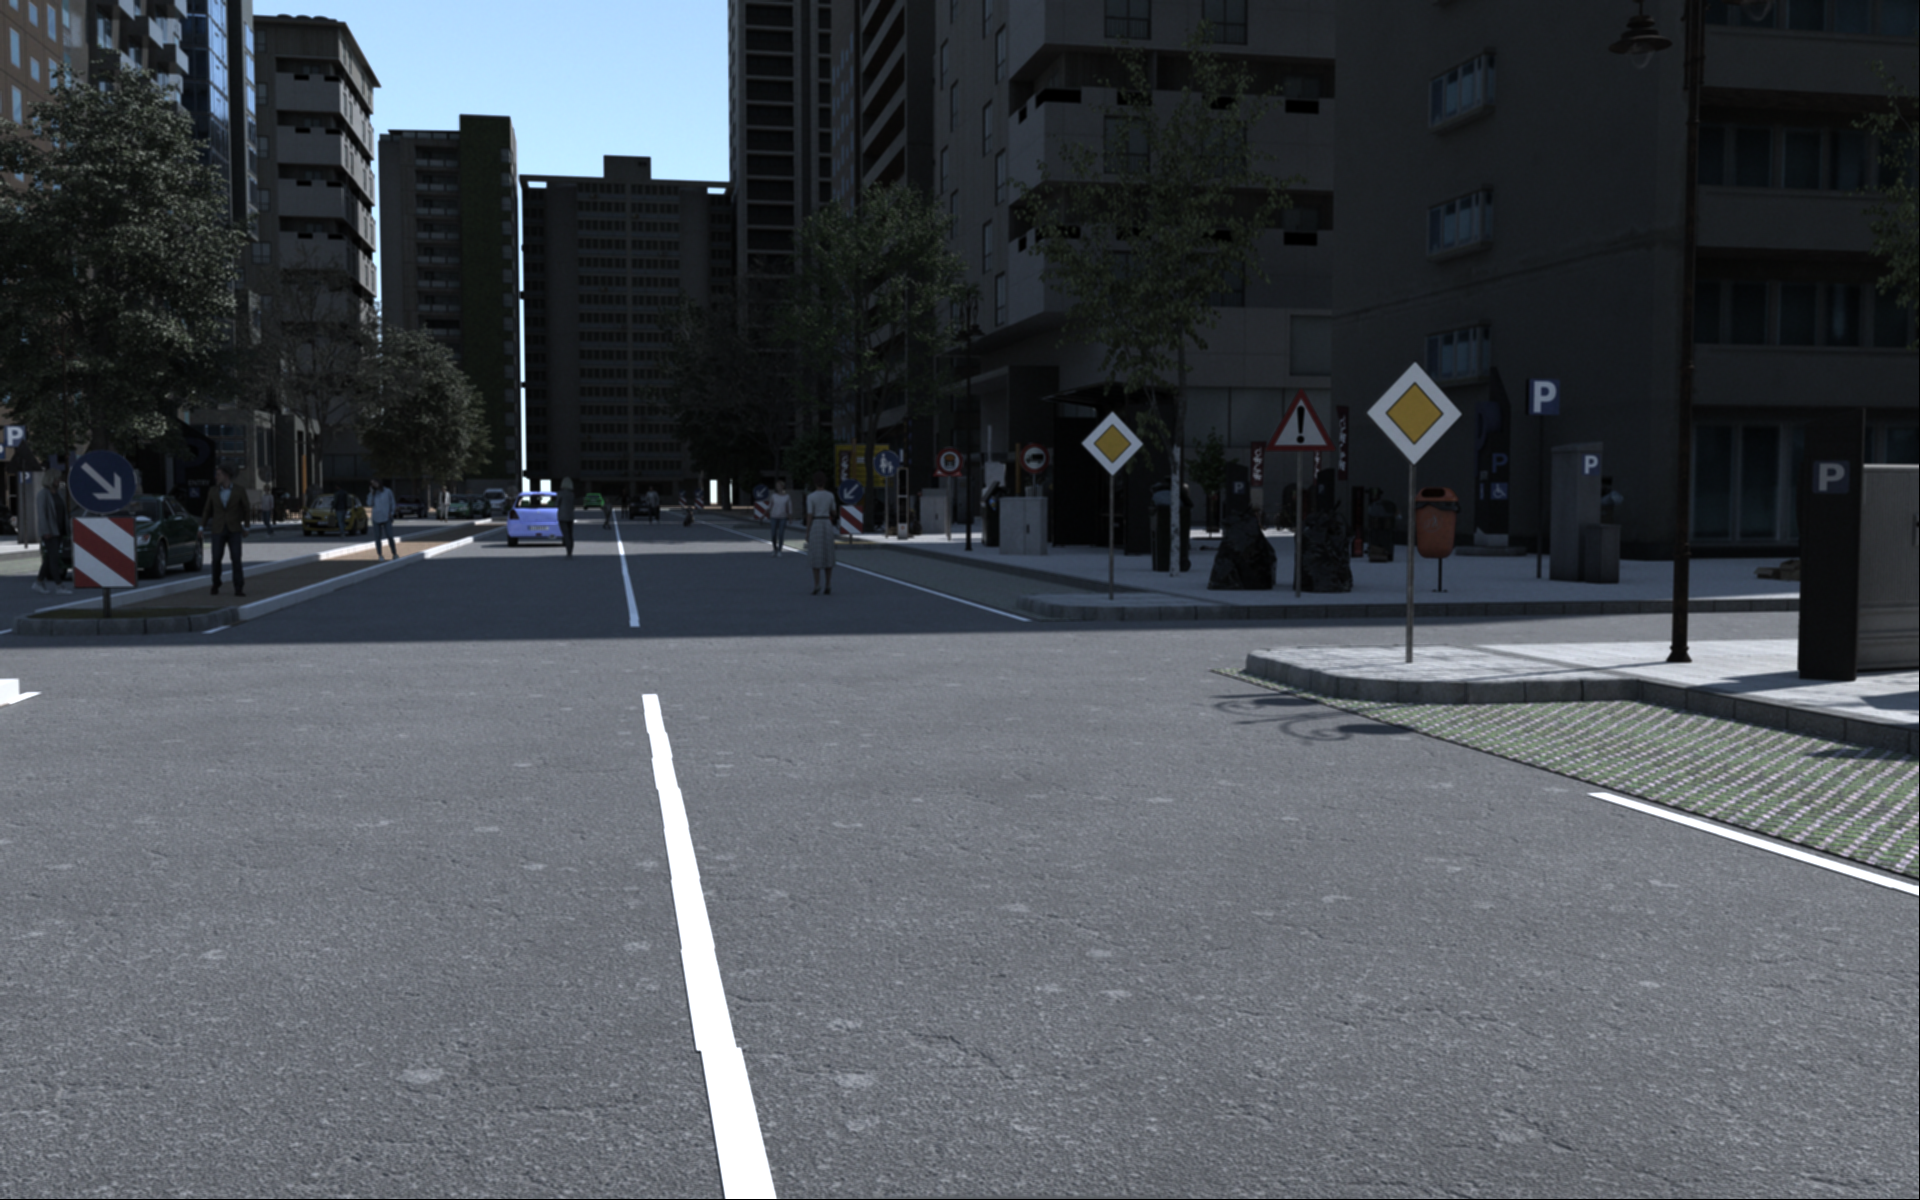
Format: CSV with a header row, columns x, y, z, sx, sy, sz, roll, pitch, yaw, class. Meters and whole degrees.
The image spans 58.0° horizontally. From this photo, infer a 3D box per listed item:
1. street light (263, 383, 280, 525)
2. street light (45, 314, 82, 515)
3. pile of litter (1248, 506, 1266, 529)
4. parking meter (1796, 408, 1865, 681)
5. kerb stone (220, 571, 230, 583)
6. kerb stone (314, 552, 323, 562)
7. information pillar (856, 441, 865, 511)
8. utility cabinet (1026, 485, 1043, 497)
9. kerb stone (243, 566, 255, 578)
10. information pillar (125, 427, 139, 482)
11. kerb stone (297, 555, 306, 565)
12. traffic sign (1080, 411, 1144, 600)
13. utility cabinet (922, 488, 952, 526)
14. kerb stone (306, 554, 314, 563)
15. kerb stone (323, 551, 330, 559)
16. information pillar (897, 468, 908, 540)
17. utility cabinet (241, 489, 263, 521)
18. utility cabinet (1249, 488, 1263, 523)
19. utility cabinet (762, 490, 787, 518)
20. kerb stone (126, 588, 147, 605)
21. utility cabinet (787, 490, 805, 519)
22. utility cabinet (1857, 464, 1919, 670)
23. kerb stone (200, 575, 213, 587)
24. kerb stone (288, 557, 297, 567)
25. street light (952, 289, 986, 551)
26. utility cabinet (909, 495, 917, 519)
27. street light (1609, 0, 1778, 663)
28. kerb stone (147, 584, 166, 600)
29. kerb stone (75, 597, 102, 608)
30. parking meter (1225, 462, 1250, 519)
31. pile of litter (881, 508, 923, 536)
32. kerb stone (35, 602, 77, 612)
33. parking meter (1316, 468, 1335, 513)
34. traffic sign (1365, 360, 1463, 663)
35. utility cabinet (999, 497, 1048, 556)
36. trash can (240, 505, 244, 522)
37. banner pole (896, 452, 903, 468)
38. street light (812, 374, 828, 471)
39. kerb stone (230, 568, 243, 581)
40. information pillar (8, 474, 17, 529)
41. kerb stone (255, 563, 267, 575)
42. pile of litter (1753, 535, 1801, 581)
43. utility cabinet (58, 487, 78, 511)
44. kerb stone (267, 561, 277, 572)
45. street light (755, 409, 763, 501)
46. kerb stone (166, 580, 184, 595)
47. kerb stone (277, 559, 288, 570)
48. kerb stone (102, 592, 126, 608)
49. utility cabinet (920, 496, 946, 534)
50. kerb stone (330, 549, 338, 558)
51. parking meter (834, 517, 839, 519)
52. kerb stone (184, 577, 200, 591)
x,y,z,sx,sy,sz,roll,pitch,yaw,class
-28.672,-6.083,72.245,0.468,5.910,1.993,-1,4,-11,street light
-23.097,-4.401,44.739,0.468,5.910,1.993,-1,4,-11,street light
10.675,-3.056,63.924,1.176,0.858,1.719,-1,4,-20,pile of litter
6.011,-0.384,11.992,0.399,1.863,0.255,2,4,31,parking meter
-11.889,-0.329,27.680,0.120,0.150,1.000,-1,4,-11,kerb stone
-13.718,-0.889,36.734,0.120,0.150,1.000,-1,4,-11,kerb stone
-4.239,-4.958,72.416,0.504,3.616,0.183,-1,4,-19,information pillar
1.903,-2.206,44.744,0.318,1.500,1.173,0,4,-5,utility cabinet
-12.294,-0.458,29.691,0.120,0.150,1.000,-1,4,-11,kerb stone
-27.329,-4.023,57.137,0.504,3.616,0.183,1,4,17,information pillar
-13.312,-0.767,34.730,0.120,0.150,1.000,-1,4,-11,kerb stone
1.830,-1.057,20.932,0.795,2.450,0.064,-1,4,-11,traffic sign
-0.912,-3.645,68.273,1.173,1.500,0.318,0,3,0,utility cabinet
-13.520,-0.828,35.731,0.120,0.150,1.000,-1,4,-11,kerb stone
-13.922,-0.943,37.736,0.120,0.150,1.000,-1,4,-11,kerb stone
-1.618,-2.704,48.706,0.304,2.012,0.304,0,4,-5,information pillar
-33.655,-4.486,82.033,1.173,1.500,0.318,0,3,0,utility cabinet
10.897,-3.491,65.760,1.173,1.500,0.318,-1,4,-14,utility cabinet
-9.593,-4.893,88.673,1.173,1.500,0.318,1,4,9,utility cabinet
-10.869,-0.028,22.651,0.120,0.150,1.000,-1,4,-11,kerb stone
-8.584,-4.953,89.656,1.173,1.500,0.318,-3,4,-36,utility cabinet
6.802,-0.244,12.673,1.173,1.500,0.318,-1,4,-22,utility cabinet
-11.695,-0.274,26.673,0.120,0.150,1.000,-1,4,-11,kerb stone
-13.114,-0.705,33.720,0.120,0.150,1.000,-1,4,-11,kerb stone
0.195,-4.060,39.172,0.468,5.910,1.993,-1,4,-11,street light
-2.204,-4.755,88.899,0.306,1.237,1.020,2,4,33,utility cabinet
5.504,-2.464,13.078,0.468,5.910,1.993,-1,4,-11,street light
-11.073,-0.090,23.662,0.120,0.150,1.000,-1,4,-11,kerb stone
-10.466,0.095,20.646,0.120,0.150,1.000,-1,4,-11,kerb stone
5.005,-1.561,31.234,0.399,1.863,0.255,0,4,-5,parking meter
-1.833,-2.432,53.730,1.176,0.858,1.719,3,5,43,pile of litter
-10.264,0.159,19.642,0.120,0.150,1.000,-1,4,-11,kerb stone
8.329,-2.068,39.519,0.255,1.863,0.399,-2,4,-28,parking meter
3.412,-0.579,13.105,0.795,2.450,0.064,-1,4,-11,traffic sign
1.328,-1.547,36.450,1.020,1.237,0.306,2,4,32,utility cabinet
-33.007,-4.127,79.128,0.748,1.137,0.748,0,3,0,trash can
-2.887,-6.087,89.543,0.863,3.779,0.401,0,4,-6,banner pole
-5.424,-5.769,67.110,0.468,5.910,1.993,-1,4,-11,street light
-12.088,-0.396,28.690,0.120,0.150,1.000,-1,4,-11,kerb stone
-35.218,-3.671,64.509,0.304,2.012,0.304,-1,4,-11,information pillar
-12.495,-0.521,30.707,0.120,0.150,1.000,-1,4,-11,kerb stone
12.574,-0.739,26.041,1.176,0.858,1.719,2,4,33,pile of litter
-28.372,-2.870,55.609,0.318,1.500,1.173,2,4,31,utility cabinet
-12.706,-0.582,31.712,0.120,0.150,1.000,-1,4,-11,kerb stone
-10.980,-7.452,94.620,0.468,5.910,1.993,-1,4,-11,street light
-11.279,-0.151,24.668,0.120,0.150,1.000,-1,4,-11,kerb stone
-12.905,-0.643,32.717,0.120,0.150,1.000,-1,4,-11,kerb stone
-10.666,0.033,21.649,0.120,0.150,1.000,-1,4,-11,kerb stone
-0.823,-2.750,56.124,1.020,1.237,0.306,3,4,36,utility cabinet
-14.118,-1.007,38.740,0.120,0.150,1.000,-1,4,-11,kerb stone
-6.191,-4.840,87.550,0.372,1.533,0.369,0,3,0,parking meter
-11.488,-0.212,25.672,0.120,0.150,1.000,-1,4,-11,kerb stone
